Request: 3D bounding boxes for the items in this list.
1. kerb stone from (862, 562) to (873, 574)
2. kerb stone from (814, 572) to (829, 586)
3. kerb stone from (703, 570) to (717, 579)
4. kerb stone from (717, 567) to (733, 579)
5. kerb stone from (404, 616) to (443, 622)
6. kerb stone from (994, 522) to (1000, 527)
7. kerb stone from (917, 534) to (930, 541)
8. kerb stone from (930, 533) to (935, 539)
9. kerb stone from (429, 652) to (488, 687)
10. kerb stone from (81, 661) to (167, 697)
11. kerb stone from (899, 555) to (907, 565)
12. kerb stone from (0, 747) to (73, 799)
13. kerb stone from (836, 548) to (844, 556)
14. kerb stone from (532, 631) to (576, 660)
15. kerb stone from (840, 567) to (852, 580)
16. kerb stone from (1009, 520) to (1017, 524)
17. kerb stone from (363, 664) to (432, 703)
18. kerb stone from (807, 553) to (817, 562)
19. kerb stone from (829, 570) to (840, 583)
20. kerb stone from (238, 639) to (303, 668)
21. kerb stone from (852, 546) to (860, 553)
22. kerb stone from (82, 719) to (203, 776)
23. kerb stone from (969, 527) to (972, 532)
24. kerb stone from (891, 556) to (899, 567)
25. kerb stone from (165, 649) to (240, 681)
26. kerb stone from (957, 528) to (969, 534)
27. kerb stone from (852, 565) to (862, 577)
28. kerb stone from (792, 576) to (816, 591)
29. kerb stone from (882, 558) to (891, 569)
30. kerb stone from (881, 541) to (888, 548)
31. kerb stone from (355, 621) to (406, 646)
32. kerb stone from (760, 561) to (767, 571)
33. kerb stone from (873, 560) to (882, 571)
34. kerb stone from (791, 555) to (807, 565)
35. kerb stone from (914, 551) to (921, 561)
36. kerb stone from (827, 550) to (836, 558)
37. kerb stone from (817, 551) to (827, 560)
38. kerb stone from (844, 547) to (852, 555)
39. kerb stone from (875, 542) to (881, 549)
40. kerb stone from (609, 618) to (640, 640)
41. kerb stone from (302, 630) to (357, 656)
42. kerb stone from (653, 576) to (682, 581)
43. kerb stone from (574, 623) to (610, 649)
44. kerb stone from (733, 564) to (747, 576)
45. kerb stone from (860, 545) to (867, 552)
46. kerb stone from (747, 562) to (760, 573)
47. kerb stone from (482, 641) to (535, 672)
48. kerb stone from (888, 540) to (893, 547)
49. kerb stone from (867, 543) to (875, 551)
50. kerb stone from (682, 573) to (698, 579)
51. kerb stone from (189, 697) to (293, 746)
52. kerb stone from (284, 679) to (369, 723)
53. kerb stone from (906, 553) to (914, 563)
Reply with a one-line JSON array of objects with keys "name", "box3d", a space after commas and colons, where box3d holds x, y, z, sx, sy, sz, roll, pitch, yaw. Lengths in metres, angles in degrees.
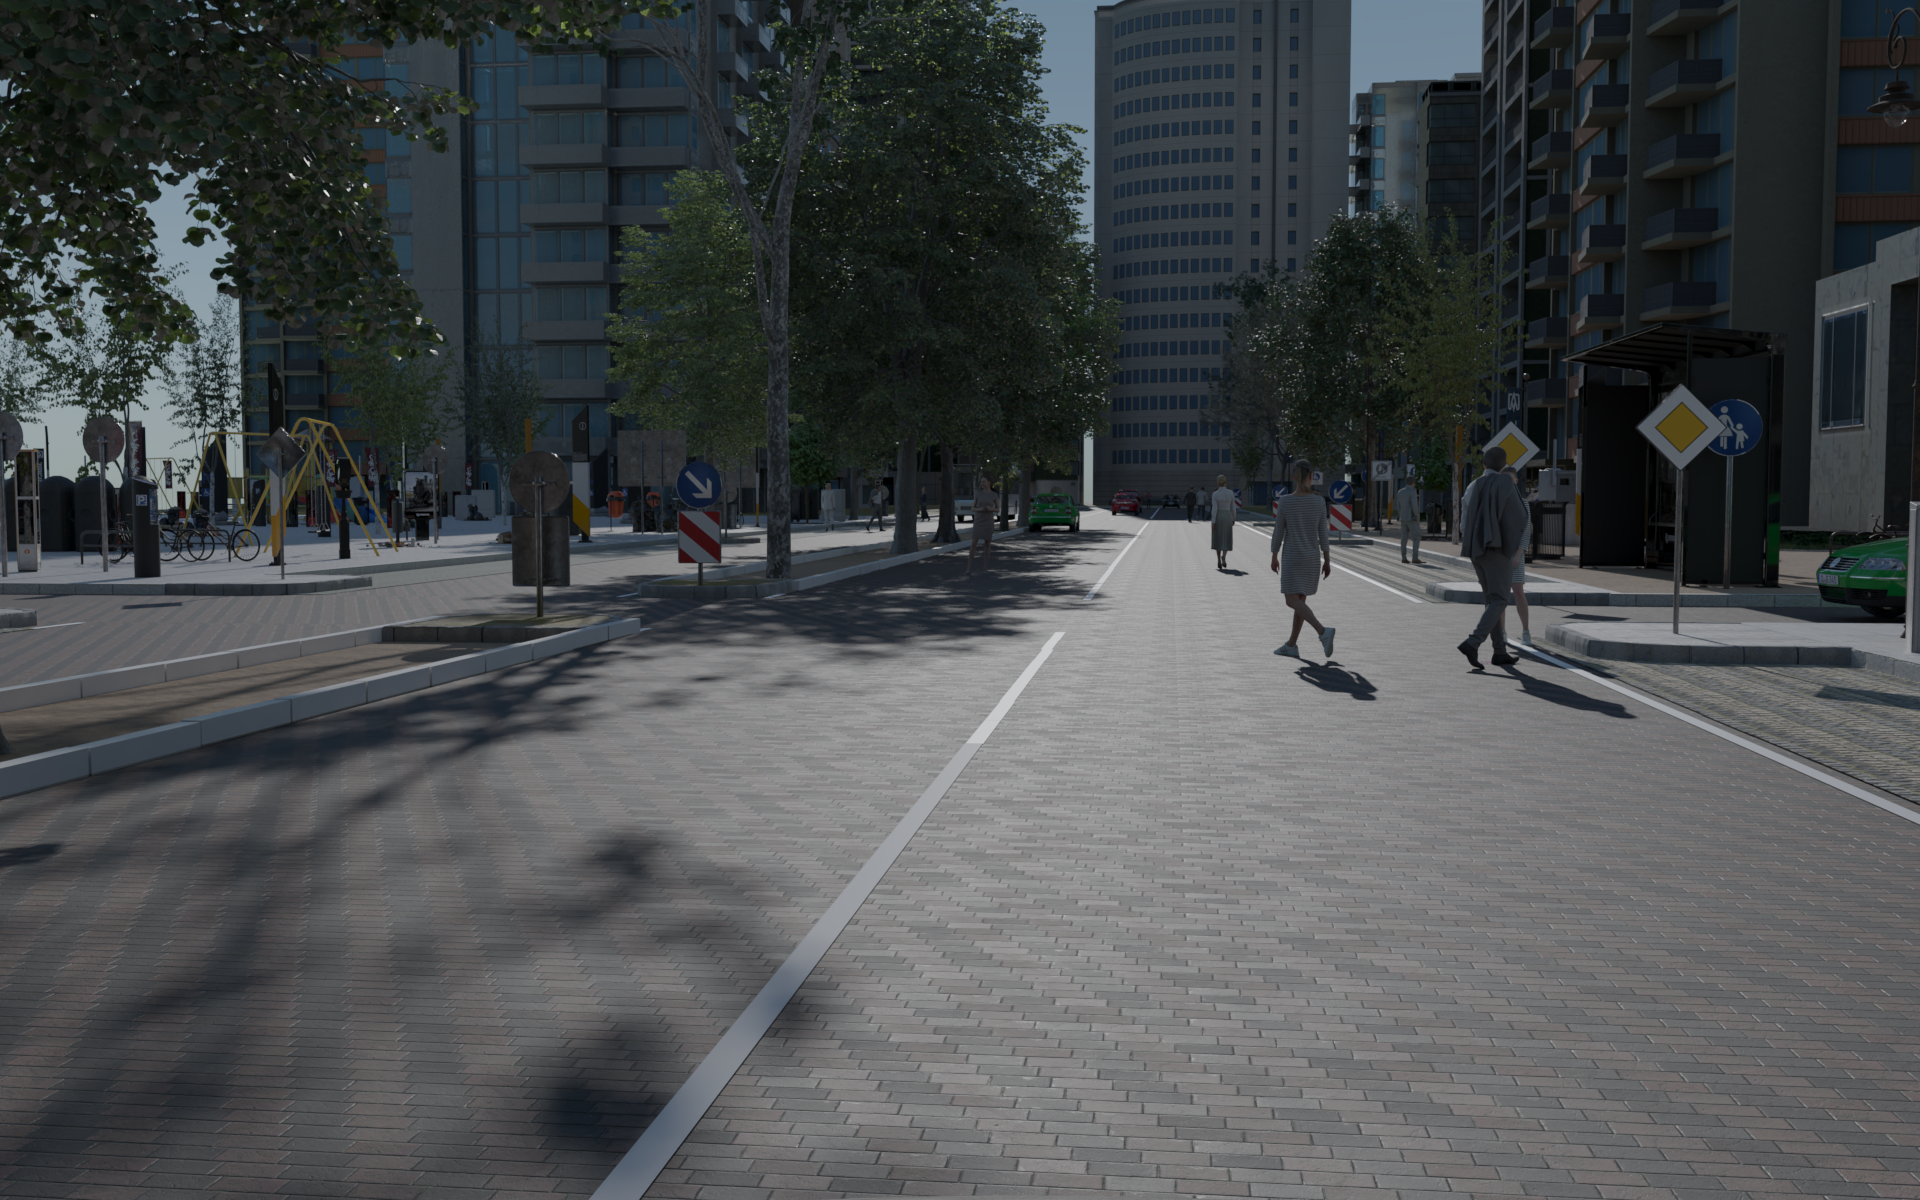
[{"name": "kerb stone", "box3d": [-1.758, -0.551, 31.204, 0.120, 0.150, 1.000, 0, 4, 7]}, {"name": "kerb stone", "box3d": [-2.256, -0.303, 27.144, 0.120, 0.150, 1.000, 0, 4, 7]}, {"name": "kerb stone", "box3d": [-4.215, -0.376, 28.416, 0.120, 0.150, 1.000, 0, 4, 7]}, {"name": "kerb stone", "box3d": [-4.089, -0.441, 29.434, 0.120, 0.150, 1.000, 0, 4, 7]}, {"name": "kerb stone", "box3d": [-5.518, 0.275, 17.700, 0.120, 0.150, 1.000, 0, 4, 7]}, {"name": "kerb stone", "box3d": [1.716, -3.364, 77.242, 0.120, 0.150, 1.000, 0, 4, 7]}, {"name": "kerb stone", "box3d": [-1.128, -1.927, 53.855, 0.120, 0.150, 1.000, 0, 4, 7]}, {"name": "kerb stone", "box3d": [-1.005, -1.999, 54.874, 0.120, 0.150, 1.000, 0, 4, 7]}, {"name": "kerb stone", "box3d": [-3.926, 0.539, 13.385, 0.120, 0.150, 1.000, 0, 4, 7]}, {"name": "kerb stone", "box3d": [-6.138, 0.587, 12.616, 0.120, 0.150, 1.000, 0, 4, 7]}, {"name": "kerb stone", "box3d": [-1.273, -0.793, 35.275, 0.120, 0.150, 1.000, 0, 4, 7]}, {"name": "kerb stone", "box3d": [-4.540, 0.854, 8.296, 0.120, 0.150, 1.000, 0, 4, 7]}, {"name": "kerb stone", "box3d": [-2.860, -1.065, 39.609, 0.120, 0.150, 1.000, 0, 4, 7]}, {"name": "kerb stone", "box3d": [-3.671, 0.418, 15.417, 0.120, 0.150, 1.000, 0, 4, 7]}, {"name": "kerb stone", "box3d": [-2.013, -0.427, 29.176, 0.120, 0.150, 1.000, 0, 4, 7]}, {"name": "kerb stone", "box3d": [2.575, -3.800, 84.361, 0.120, 0.150, 1.000, 0, 4, 7]}, {"name": "kerb stone", "box3d": [-4.055, 0.601, 12.365, 0.120, 0.150, 1.000, 0, 4, 7]}, {"name": "kerb stone", "box3d": [-3.233, -0.875, 36.546, 0.120, 0.150, 1.000, 0, 4, 7]}, {"name": "kerb stone", "box3d": [-2.138, -0.358, 28.160, 0.120, 0.150, 1.000, 0, 4, 7]}, {"name": "kerb stone", "box3d": [-5.888, 0.461, 14.653, 0.120, 0.150, 1.000, 0, 4, 7]}, {"name": "kerb stone", "box3d": [-2.612, -1.186, 41.650, 0.120, 0.150, 1.000, 0, 4, 7]}, {"name": "kerb stone", "box3d": [-4.416, 0.796, 9.311, 0.120, 0.150, 1.000, 0, 4, 7]}, {"name": "kerb stone", "box3d": [0.232, -2.621, 65.046, 0.120, 0.150, 1.000, 0, 4, 7]}, {"name": "kerb stone", "box3d": [-1.395, -0.736, 34.255, 0.120, 0.150, 1.000, 0, 4, 7]}, {"name": "kerb stone", "box3d": [-6.017, 0.527, 13.639, 0.120, 0.150, 1.000, 0, 4, 7]}, {"name": "kerb stone", "box3d": [0.104, -2.559, 64.032, 0.120, 0.150, 1.000, 0, 4, 7]}, {"name": "kerb stone", "box3d": [-1.896, -0.489, 30.191, 0.120, 0.150, 1.000, 0, 4, 7]}, {"name": "kerb stone", "box3d": [-2.378, -0.240, 26.123, 0.120, 0.150, 1.000, 0, 4, 7]}, {"name": "kerb stone", "box3d": [-1.513, -0.675, 33.234, 0.120, 0.150, 1.000, 0, 4, 7]}, {"name": "kerb stone", "box3d": [-2.116, -1.438, 45.712, 0.120, 0.150, 1.000, 0, 4, 7]}, {"name": "kerb stone", "box3d": [-5.644, 0.339, 16.686, 0.120, 0.150, 1.000, 0, 4, 7]}, {"name": "kerb stone", "box3d": [-3.724, -0.629, 32.486, 0.120, 0.150, 1.000, 0, 4, 7]}, {"name": "kerb stone", "box3d": [-1.646, -0.613, 32.220, 0.120, 0.150, 1.000, 0, 4, 7]}, {"name": "kerb stone", "box3d": [-3.359, -0.814, 35.531, 0.120, 0.150, 1.000, 0, 4, 7]}, {"name": "kerb stone", "box3d": [-1.016, -0.924, 37.303, 0.120, 0.150, 1.000, 0, 4, 7]}, {"name": "kerb stone", "box3d": [-2.984, -0.997, 38.588, 0.120, 0.150, 1.000, 0, 4, 7]}, {"name": "kerb stone", "box3d": [-3.105, -0.940, 37.568, 0.120, 0.150, 1.000, 0, 4, 7]}, {"name": "kerb stone", "box3d": [-2.738, -1.127, 40.629, 0.120, 0.150, 1.000, 0, 4, 7]}, {"name": "kerb stone", "box3d": [-2.239, -1.376, 44.697, 0.120, 0.150, 1.000, 0, 4, 7]}, {"name": "kerb stone", "box3d": [-3.433, 0.295, 17.461, 0.120, 0.150, 1.000, 0, 4, 7]}, {"name": "kerb stone", "box3d": [-5.767, 0.403, 15.668, 0.120, 0.150, 1.000, 0, 4, 7]}, {"name": "kerb stone", "box3d": [-4.464, -0.256, 26.375, 0.120, 0.150, 1.000, 0, 4, 7]}, {"name": "kerb stone", "box3d": [-3.561, 0.355, 16.436, 0.120, 0.150, 1.000, 0, 4, 7]}, {"name": "kerb stone", "box3d": [-3.976, -0.505, 30.449, 0.120, 0.150, 1.000, 0, 4, 7]}, {"name": "kerb stone", "box3d": [-2.487, -1.245, 42.665, 0.120, 0.150, 1.000, 0, 4, 7]}, {"name": "kerb stone", "box3d": [-3.849, -0.567, 31.464, 0.120, 0.150, 1.000, 0, 4, 7]}, {"name": "kerb stone", "box3d": [-3.801, 0.477, 14.403, 0.120, 0.150, 1.000, 0, 4, 7]}, {"name": "kerb stone", "box3d": [-1.994, -1.500, 46.727, 0.120, 0.150, 1.000, 0, 4, 7]}, {"name": "kerb stone", "box3d": [-2.360, -1.310, 43.682, 0.120, 0.150, 1.000, 0, 4, 7]}, {"name": "kerb stone", "box3d": [-4.338, -0.313, 27.392, 0.120, 0.150, 1.000, 0, 4, 7]}, {"name": "kerb stone", "box3d": [-4.301, 0.727, 10.326, 0.120, 0.150, 1.000, 0, 4, 7]}, {"name": "kerb stone", "box3d": [-4.179, 0.664, 11.346, 0.120, 0.150, 1.000, 0, 4, 7]}, {"name": "kerb stone", "box3d": [-1.152, -0.862, 36.290, 0.120, 0.150, 1.000, 0, 4, 7]}]
